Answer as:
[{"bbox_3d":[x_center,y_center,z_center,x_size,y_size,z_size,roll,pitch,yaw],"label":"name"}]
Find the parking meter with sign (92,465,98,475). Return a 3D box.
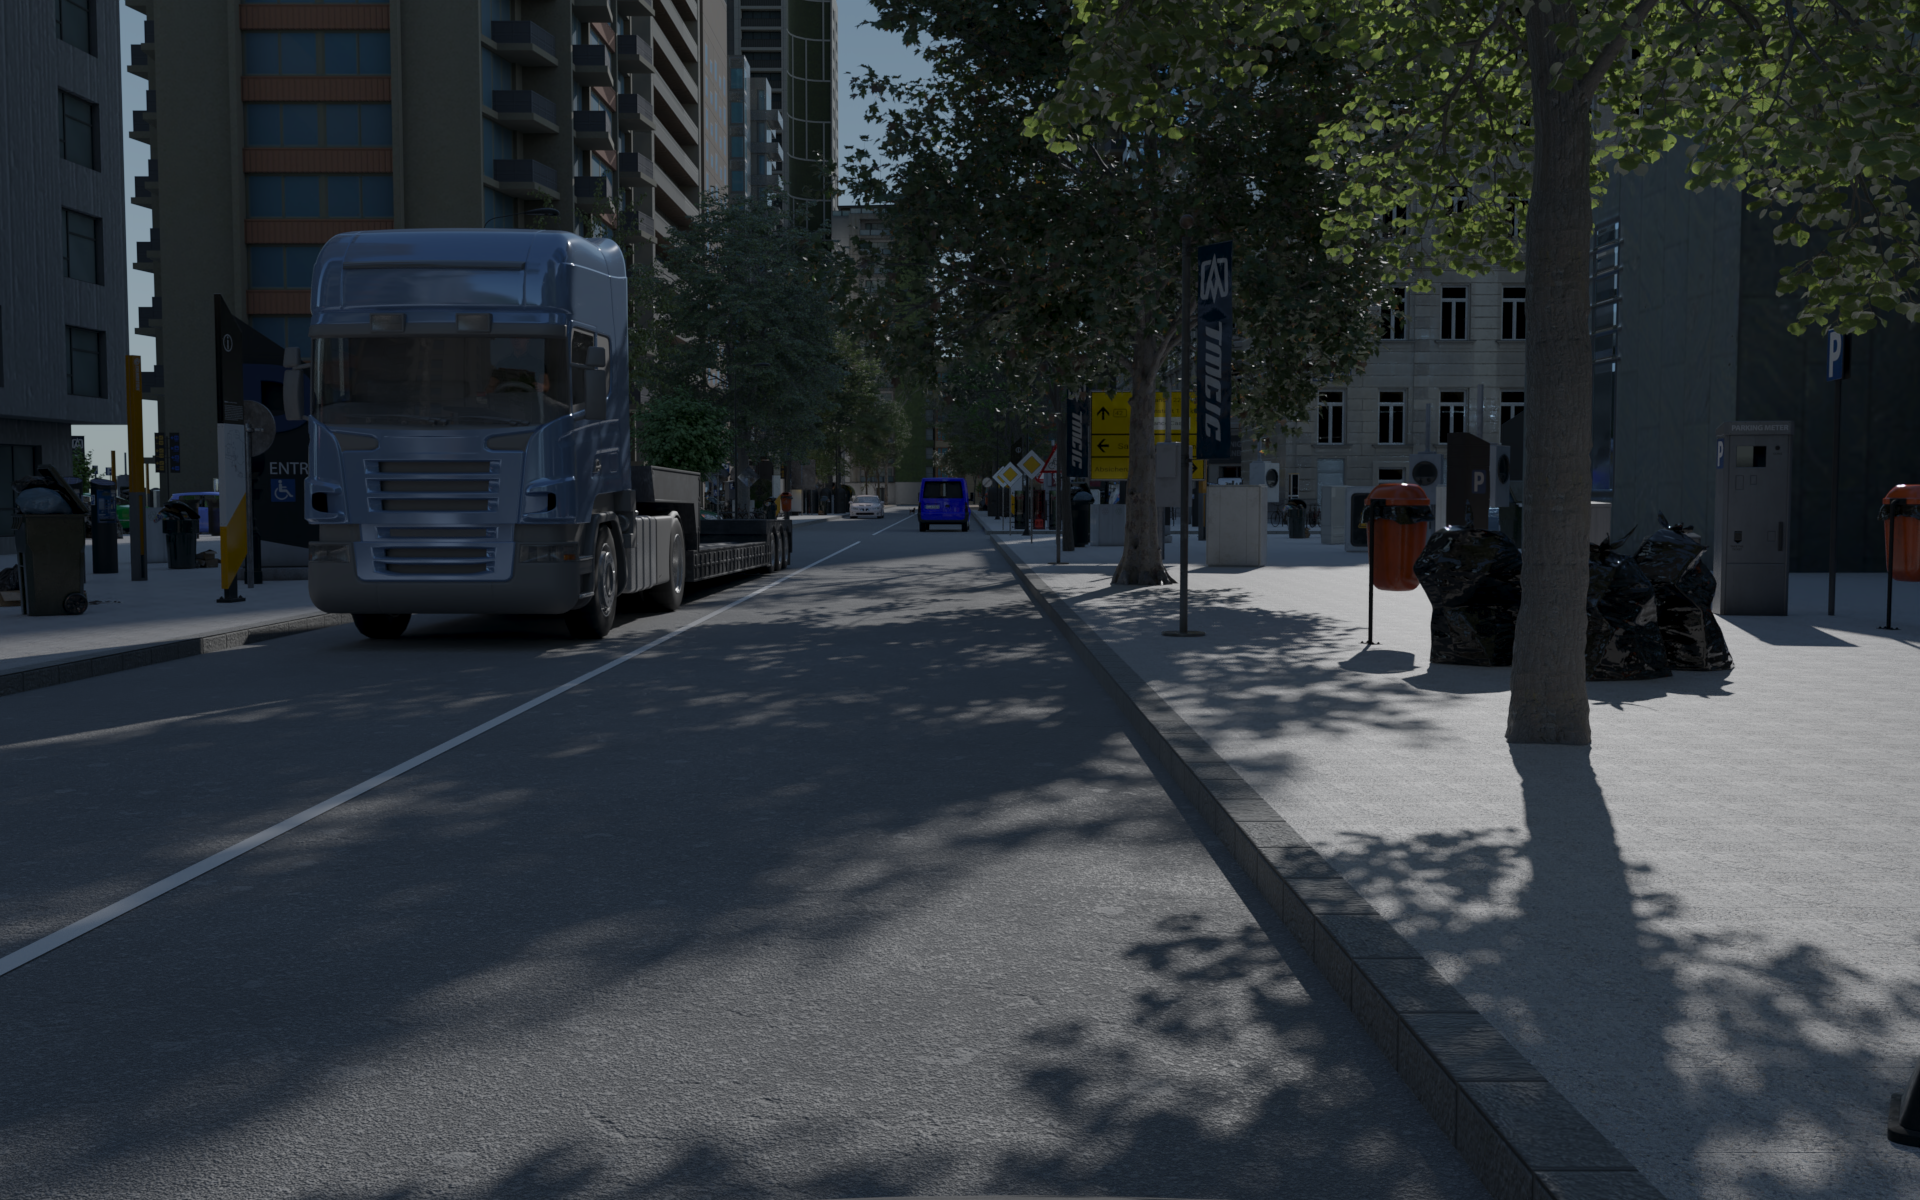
[{"bbox_3d":[-53.206,-6.649,104.976,1.738,3.016,0.543,0,4,1],"label":"parking meter with sign"}]

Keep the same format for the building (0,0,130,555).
[{"bbox_3d":[-26.102,-16.123,35.320,14.107,30.474,14.160,0,4,0],"label":"building"}]

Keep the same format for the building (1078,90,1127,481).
[{"bbox_3d":[23.669,-32.538,186.625,22.147,44.769,28.867,0,4,0],"label":"building"}]

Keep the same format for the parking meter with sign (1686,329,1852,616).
[{"bbox_3d":[8.398,-1.352,18.374,1.738,3.016,0.543,1,4,11],"label":"parking meter with sign"}]

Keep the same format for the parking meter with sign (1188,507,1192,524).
[{"bbox_3d":[9.628,-4.750,73.921,0.543,3.016,1.738,0,4,1],"label":"parking meter with sign"}]

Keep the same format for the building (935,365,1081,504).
[{"bbox_3d":[11.110,-24.450,244.796,28.899,21.520,27.650,0,4,0],"label":"building"}]

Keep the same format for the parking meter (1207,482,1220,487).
[{"bbox_3d":[5.450,-1.748,36.998,0.372,1.533,0.369,0,3,0],"label":"parking meter"}]

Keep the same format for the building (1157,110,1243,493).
[{"bbox_3d":[21.588,-20.636,113.815,17.030,29.872,44.131,0,4,0],"label":"building"}]

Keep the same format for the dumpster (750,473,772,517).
[{"bbox_3d":[-9.066,-4.698,79.305,1.502,2.255,1.985,0,4,0],"label":"dumpster"}]

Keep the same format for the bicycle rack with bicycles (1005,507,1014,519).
[{"bbox_3d":[3.633,-4.731,90.733,2.852,0.926,2.925,-2,4,-34],"label":"bicycle rack with bicycles"}]

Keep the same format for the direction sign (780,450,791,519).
[{"bbox_3d":[-8.974,-5.943,89.164,0.876,3.537,0.379,3,5,44],"label":"direction sign"}]

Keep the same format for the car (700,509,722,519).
[{"bbox_3d":[-10.411,-2.840,58.236,4.920,1.459,2.131,0,4,0],"label":"car"}]

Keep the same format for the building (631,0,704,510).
[{"bbox_3d":[-29.897,-30.255,118.378,21.300,48.544,21.600,0,4,0],"label":"building"}]

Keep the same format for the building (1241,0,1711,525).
[{"bbox_3d":[25.646,-17.123,77.231,25.104,27.353,12.463,0,4,0],"label":"building"}]

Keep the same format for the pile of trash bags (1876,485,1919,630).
[{"bbox_3d":[9.411,-0.327,15.105,1.912,1.369,3.447,-1,4,-15],"label":"pile of trash bags"}]

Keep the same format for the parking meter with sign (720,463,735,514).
[{"bbox_3d":[-13.292,-6.451,101.729,0.543,3.016,1.738,3,5,43],"label":"parking meter with sign"}]

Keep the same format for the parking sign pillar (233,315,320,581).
[{"bbox_3d":[-10.272,-2.308,26.206,1.447,3.967,1.447,-2,4,-23],"label":"parking sign pillar"}]

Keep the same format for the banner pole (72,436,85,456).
[{"bbox_3d":[-33.292,-4.591,65.081,0.863,3.779,0.401,-1,4,-22],"label":"banner pole"}]

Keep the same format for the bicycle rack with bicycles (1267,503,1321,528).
[{"bbox_3d":[13.189,-3.298,67.308,2.852,0.926,2.925,2,4,35],"label":"bicycle rack with bicycles"}]

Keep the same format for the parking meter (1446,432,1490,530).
[{"bbox_3d":[4.858,-0.665,16.579,0.399,1.863,0.255,-3,4,-39],"label":"parking meter"}]

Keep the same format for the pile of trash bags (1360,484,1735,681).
[{"bbox_3d":[4.330,-0.236,13.618,1.912,1.369,3.447,-2,4,-26],"label":"pile of trash bags"}]

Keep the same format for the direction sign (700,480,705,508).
[{"bbox_3d":[-16.219,-7.161,109.075,0.379,3.537,0.876,1,4,17],"label":"direction sign"}]

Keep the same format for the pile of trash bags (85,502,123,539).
[{"bbox_3d":[-25.693,-2.401,49.004,3.447,1.369,1.912,-3,5,-43],"label":"pile of trash bags"}]

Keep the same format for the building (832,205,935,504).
[{"bbox_3d":[-10.366,-33.885,237.618,14.086,41.232,14.154,0,4,0],"label":"building"}]

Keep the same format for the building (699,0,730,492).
[{"bbox_3d":[-26.979,-30.157,143.171,14.600,45.320,14.200,0,4,0],"label":"building"}]

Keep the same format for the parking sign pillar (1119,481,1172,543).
[{"bbox_3d":[4.870,-3.491,45.549,1.447,3.967,1.447,-1,4,-17],"label":"parking sign pillar"}]

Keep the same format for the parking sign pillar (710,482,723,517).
[{"bbox_3d":[-13.122,-6.387,92.907,1.447,3.967,1.447,-1,4,-10],"label":"parking sign pillar"}]

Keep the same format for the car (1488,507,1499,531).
[{"bbox_3d":[16.921,-2.819,58.090,4.499,1.417,2.014,0,4,1],"label":"car"}]

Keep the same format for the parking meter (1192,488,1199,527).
[{"bbox_3d":[9.271,-3.634,67.824,0.372,1.533,0.369,0,3,0],"label":"parking meter"}]

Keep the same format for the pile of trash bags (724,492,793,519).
[{"bbox_3d":[-9.606,-4.416,81.960,3.447,1.369,1.912,0,4,4],"label":"pile of trash bags"}]

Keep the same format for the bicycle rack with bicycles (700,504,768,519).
[{"bbox_3d":[-8.529,-3.155,64.958,2.925,0.926,2.852,-1,4,-12],"label":"bicycle rack with bicycles"}]

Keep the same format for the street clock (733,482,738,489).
[{"bbox_3d":[-11.461,-5.183,89.312,0.471,2.002,0.358,2,4,35],"label":"street clock"}]

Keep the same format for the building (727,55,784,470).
[{"bbox_3d":[-34.973,-34.856,189.512,30.456,49.044,23.786,0,4,0],"label":"building"}]

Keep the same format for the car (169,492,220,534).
[{"bbox_3d":[-23.963,-2.853,56.235,3.694,1.707,1.945,0,4,0],"label":"car"}]

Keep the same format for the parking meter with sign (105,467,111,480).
[{"bbox_3d":[-55.675,-7.138,112.966,0.543,3.016,1.738,-3,5,-44],"label":"parking meter with sign"}]

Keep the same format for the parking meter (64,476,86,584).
[{"bbox_3d":[-12.735,-1.001,24.773,0.372,1.533,0.369,0,3,0],"label":"parking meter"}]

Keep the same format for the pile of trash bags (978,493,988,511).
[{"bbox_3d":[2.221,-7.405,130.816,1.912,1.369,3.447,0,4,5],"label":"pile of trash bags"}]

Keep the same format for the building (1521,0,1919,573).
[{"bbox_3d":[23.731,-43.298,20.591,22.319,86.520,31.000,0,4,0],"label":"building"}]

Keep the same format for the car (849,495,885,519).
[{"bbox_3d":[-5.462,-5.482,101.989,2.083,1.381,4.827,0,4,0],"label":"car"}]

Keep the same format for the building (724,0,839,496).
[{"bbox_3d":[-27.723,-49.055,240.293,20.611,71.187,20.563,0,4,0],"label":"building"}]

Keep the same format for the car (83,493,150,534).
[{"bbox_3d":[-29.257,-2.964,57.263,4.718,1.807,1.959,0,4,0],"label":"car"}]

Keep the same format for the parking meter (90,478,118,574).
[{"bbox_3d":[-13.824,-1.197,27.977,0.372,1.533,0.369,0,3,0],"label":"parking meter"}]

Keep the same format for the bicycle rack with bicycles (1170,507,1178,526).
[{"bbox_3d":[7.280,-3.461,69.973,2.925,0.926,2.852,-1,4,-14],"label":"bicycle rack with bicycles"}]

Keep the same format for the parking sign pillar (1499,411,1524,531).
[{"bbox_3d":[14.854,-3.484,45.438,1.447,3.967,1.447,1,4,11],"label":"parking sign pillar"}]

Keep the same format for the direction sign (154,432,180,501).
[{"bbox_3d":[-29.131,-4.386,63.713,0.876,3.537,0.379,0,4,-7],"label":"direction sign"}]

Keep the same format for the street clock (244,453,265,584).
[{"bbox_3d":[-10.070,-1.227,24.627,0.471,2.002,0.358,3,5,44],"label":"street clock"}]

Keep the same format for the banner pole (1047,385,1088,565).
[{"bbox_3d":[2.005,-2.546,31.643,0.863,3.779,0.401,-2,4,-27],"label":"banner pole"}]

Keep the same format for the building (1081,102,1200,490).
[{"bbox_3d":[23.339,-51.542,155.381,22.319,86.520,31.000,0,4,0],"label":"building"}]

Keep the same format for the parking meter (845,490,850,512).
[{"bbox_3d":[-7.851,-6.878,120.868,0.372,1.533,0.369,0,3,0],"label":"parking meter"}]

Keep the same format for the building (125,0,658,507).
[{"bbox_3d":[-27.324,-26.343,85.328,22.147,44.769,28.867,0,4,0],"label":"building"}]

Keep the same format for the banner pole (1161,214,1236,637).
[{"bbox_3d":[2.151,-1.554,15.418,0.401,3.779,0.863,-2,4,-32],"label":"banner pole"}]
